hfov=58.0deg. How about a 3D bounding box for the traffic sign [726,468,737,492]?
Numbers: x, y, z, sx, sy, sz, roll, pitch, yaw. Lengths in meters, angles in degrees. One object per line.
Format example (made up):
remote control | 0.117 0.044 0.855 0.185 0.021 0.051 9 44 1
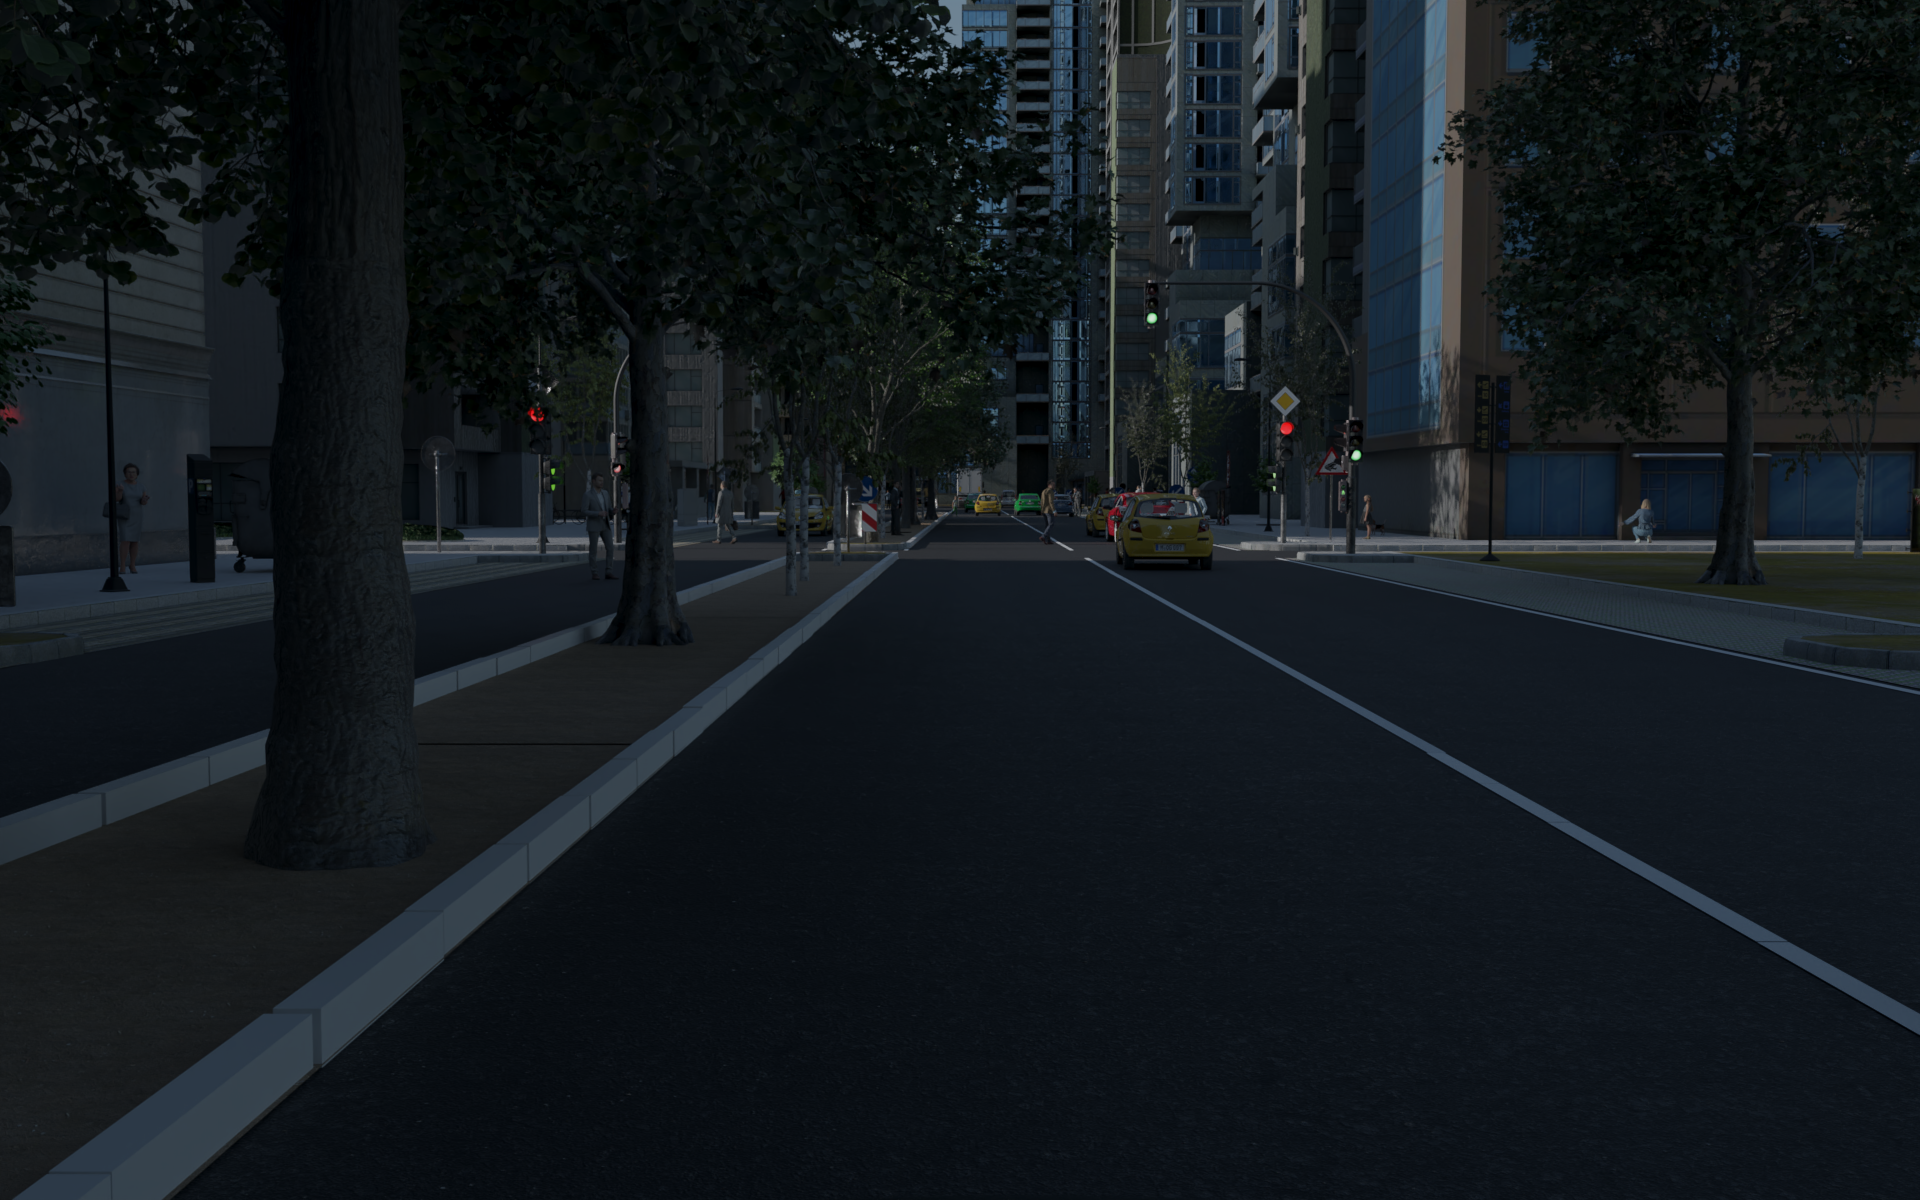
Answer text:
traffic sign | -11.173 -5.182 84.824 0.768 2.556 0.104 0 4 1

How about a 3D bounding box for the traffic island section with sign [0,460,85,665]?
traffic island section with sign | -8.846 -0.392 15.031 1.989 1.847 2.006 0 4 0

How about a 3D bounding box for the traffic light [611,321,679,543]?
traffic light | -6.841 -4.317 45.253 4.771 5.953 1.251 0 4 0

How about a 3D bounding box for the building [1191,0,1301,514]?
building | 25.453 -50.663 141.004 22.319 86.520 31.000 0 4 0

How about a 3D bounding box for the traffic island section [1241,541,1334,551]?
traffic island section | 8.468 -1.405 45.245 2.009 0.180 2.903 0 4 0

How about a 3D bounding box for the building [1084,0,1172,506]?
building | 24.098 -45.471 181.704 20.563 71.187 20.611 0 4 0

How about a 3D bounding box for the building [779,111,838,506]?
building | -24.311 -34.195 182.787 21.600 48.544 21.300 0 4 0

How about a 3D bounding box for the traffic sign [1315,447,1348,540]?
traffic sign | 10.242 -2.923 47.801 0.884 2.594 0.081 0 4 3

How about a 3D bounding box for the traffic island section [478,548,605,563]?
traffic island section | -9.027 -0.924 37.383 2.009 0.180 2.903 0 4 0

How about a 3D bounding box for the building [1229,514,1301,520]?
building | 25.416 -48.122 99.464 22.319 86.520 31.000 0 4 0

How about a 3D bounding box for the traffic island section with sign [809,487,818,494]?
traffic island section with sign | -8.292 -5.448 97.702 1.989 1.847 2.006 0 4 0

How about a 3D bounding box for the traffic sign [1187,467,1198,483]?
traffic sign | 10.923 -4.919 80.532 0.768 2.556 0.104 1 4 10

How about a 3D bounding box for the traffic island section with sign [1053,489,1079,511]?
traffic island section with sign | 9.165 -8.514 147.838 1.989 1.847 2.006 0 4 0

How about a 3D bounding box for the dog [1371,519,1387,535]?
dog | 13.010 -2.268 53.912 0.406 0.507 0.540 2 4 29

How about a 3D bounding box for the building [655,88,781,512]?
building | -21.019 -27.124 127.074 14.154 41.232 14.086 0 4 0

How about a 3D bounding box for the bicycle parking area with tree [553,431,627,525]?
bicycle parking area with tree | -17.933 -5.433 75.835 9.016 4.147 8.231 1 4 17

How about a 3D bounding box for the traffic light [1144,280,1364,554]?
traffic light | 6.281 -3.814 37.019 4.771 5.953 1.251 0 4 0

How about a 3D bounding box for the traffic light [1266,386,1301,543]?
traffic light | 8.428 -3.438 45.131 0.839 4.253 0.868 0 4 0

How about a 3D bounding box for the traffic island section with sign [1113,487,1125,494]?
traffic island section with sign | 8.825 -5.467 98.020 1.989 1.847 2.006 0 4 0

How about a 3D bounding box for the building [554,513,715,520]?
building | -30.290 -24.548 93.233 32.217 40.220 23.993 0 4 0

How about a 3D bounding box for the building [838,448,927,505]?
building | -18.257 -34.427 217.499 28.867 44.769 22.147 0 4 0

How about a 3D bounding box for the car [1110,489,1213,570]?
car | 3.989 -1.466 34.196 2.015 1.641 3.980 0 4 2

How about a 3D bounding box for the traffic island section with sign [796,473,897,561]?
traffic island section with sign | -2.476 -1.800 37.572 2.006 1.907 1.989 0 4 0

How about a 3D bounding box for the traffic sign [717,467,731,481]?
traffic sign | -10.811 -4.875 79.447 0.795 2.593 0.064 0 4 1

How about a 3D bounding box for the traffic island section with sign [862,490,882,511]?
traffic island section with sign | -7.954 -8.510 147.759 1.989 1.847 2.006 0 4 0

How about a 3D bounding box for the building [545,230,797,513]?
building | -30.103 -27.794 146.320 32.217 40.220 23.993 0 4 0

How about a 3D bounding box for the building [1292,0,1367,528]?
building | 20.721 -18.288 70.709 14.160 30.474 14.107 0 4 0

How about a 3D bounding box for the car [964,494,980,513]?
car | 1.247 -7.708 134.819 1.959 1.807 4.718 0 4 1

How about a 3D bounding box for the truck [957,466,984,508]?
truck | 1.032 -11.483 176.661 2.839 4.237 11.283 0 4 1

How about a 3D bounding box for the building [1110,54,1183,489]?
building | 21.263 -29.439 164.916 14.154 41.232 14.086 0 4 0

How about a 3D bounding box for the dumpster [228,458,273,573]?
dumpster | -11.227 -1.410 28.820 1.264 1.857 1.865 0 4 0

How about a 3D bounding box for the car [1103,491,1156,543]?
car | 5.313 -2.563 50.946 2.155 1.783 4.494 0 4 -1

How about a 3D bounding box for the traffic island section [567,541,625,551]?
traffic island section | -8.973 -1.412 45.367 2.009 0.180 2.903 0 4 0

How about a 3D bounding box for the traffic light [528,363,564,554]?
traffic light | -8.987 -2.956 37.248 0.839 4.253 0.868 0 4 0

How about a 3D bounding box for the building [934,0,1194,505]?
building | 11.910 -55.308 216.963 31.000 86.520 22.319 0 4 0

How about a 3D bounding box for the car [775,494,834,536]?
car | -5.364 -3.055 60.178 2.015 1.641 3.980 0 4 1

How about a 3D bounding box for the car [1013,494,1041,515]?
car | 4.633 -6.663 117.742 1.959 1.807 4.718 0 4 -1

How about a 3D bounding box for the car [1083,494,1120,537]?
car | 5.222 -2.963 58.672 2.015 1.641 3.980 0 4 0

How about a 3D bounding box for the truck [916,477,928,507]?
truck | -4.626 -12.065 193.179 3.469 3.379 9.791 0 4 -1

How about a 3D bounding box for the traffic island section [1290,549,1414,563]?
traffic island section | 8.414 -0.916 37.260 2.009 0.180 2.903 0 4 0

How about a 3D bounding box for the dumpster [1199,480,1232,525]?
dumpster | 10.743 -4.112 72.994 1.264 1.857 1.865 0 4 0

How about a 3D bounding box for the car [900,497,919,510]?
car | -4.614 -8.652 150.494 2.155 1.783 4.494 0 4 1

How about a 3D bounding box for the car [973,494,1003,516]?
car | 1.855 -6.360 114.215 2.015 1.641 3.980 0 4 1

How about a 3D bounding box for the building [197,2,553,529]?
building | -23.815 -17.848 63.520 14.160 30.474 14.107 0 4 0

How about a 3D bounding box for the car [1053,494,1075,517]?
car | 6.332 -5.982 109.806 2.014 1.417 4.499 0 4 1

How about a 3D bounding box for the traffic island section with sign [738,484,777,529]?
traffic island section with sign | -8.479 -3.795 70.672 1.989 1.847 2.006 0 4 0

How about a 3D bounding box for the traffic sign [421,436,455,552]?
traffic sign | -11.467 -2.321 38.063 0.768 2.556 0.104 0 4 4

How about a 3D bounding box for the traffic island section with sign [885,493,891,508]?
traffic island section with sign | -7.766 -10.158 174.713 1.989 1.847 2.006 0 4 0

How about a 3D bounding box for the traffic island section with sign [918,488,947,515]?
traffic island section with sign | -1.916 -6.849 120.116 2.006 1.907 1.989 0 4 0

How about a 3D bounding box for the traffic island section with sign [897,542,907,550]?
traffic island section with sign | -2.416 -2.253 44.979 2.006 1.907 1.989 0 4 0

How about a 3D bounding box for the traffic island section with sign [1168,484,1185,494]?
traffic island section with sign | 8.644 -3.794 70.662 1.989 1.847 2.006 0 4 0

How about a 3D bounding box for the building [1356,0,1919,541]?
building | 20.810 -24.649 53.114 14.200 45.320 14.600 0 4 0

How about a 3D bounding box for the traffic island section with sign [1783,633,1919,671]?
traffic island section with sign | 8.263 -0.378 14.813 1.989 1.847 2.006 0 4 0
